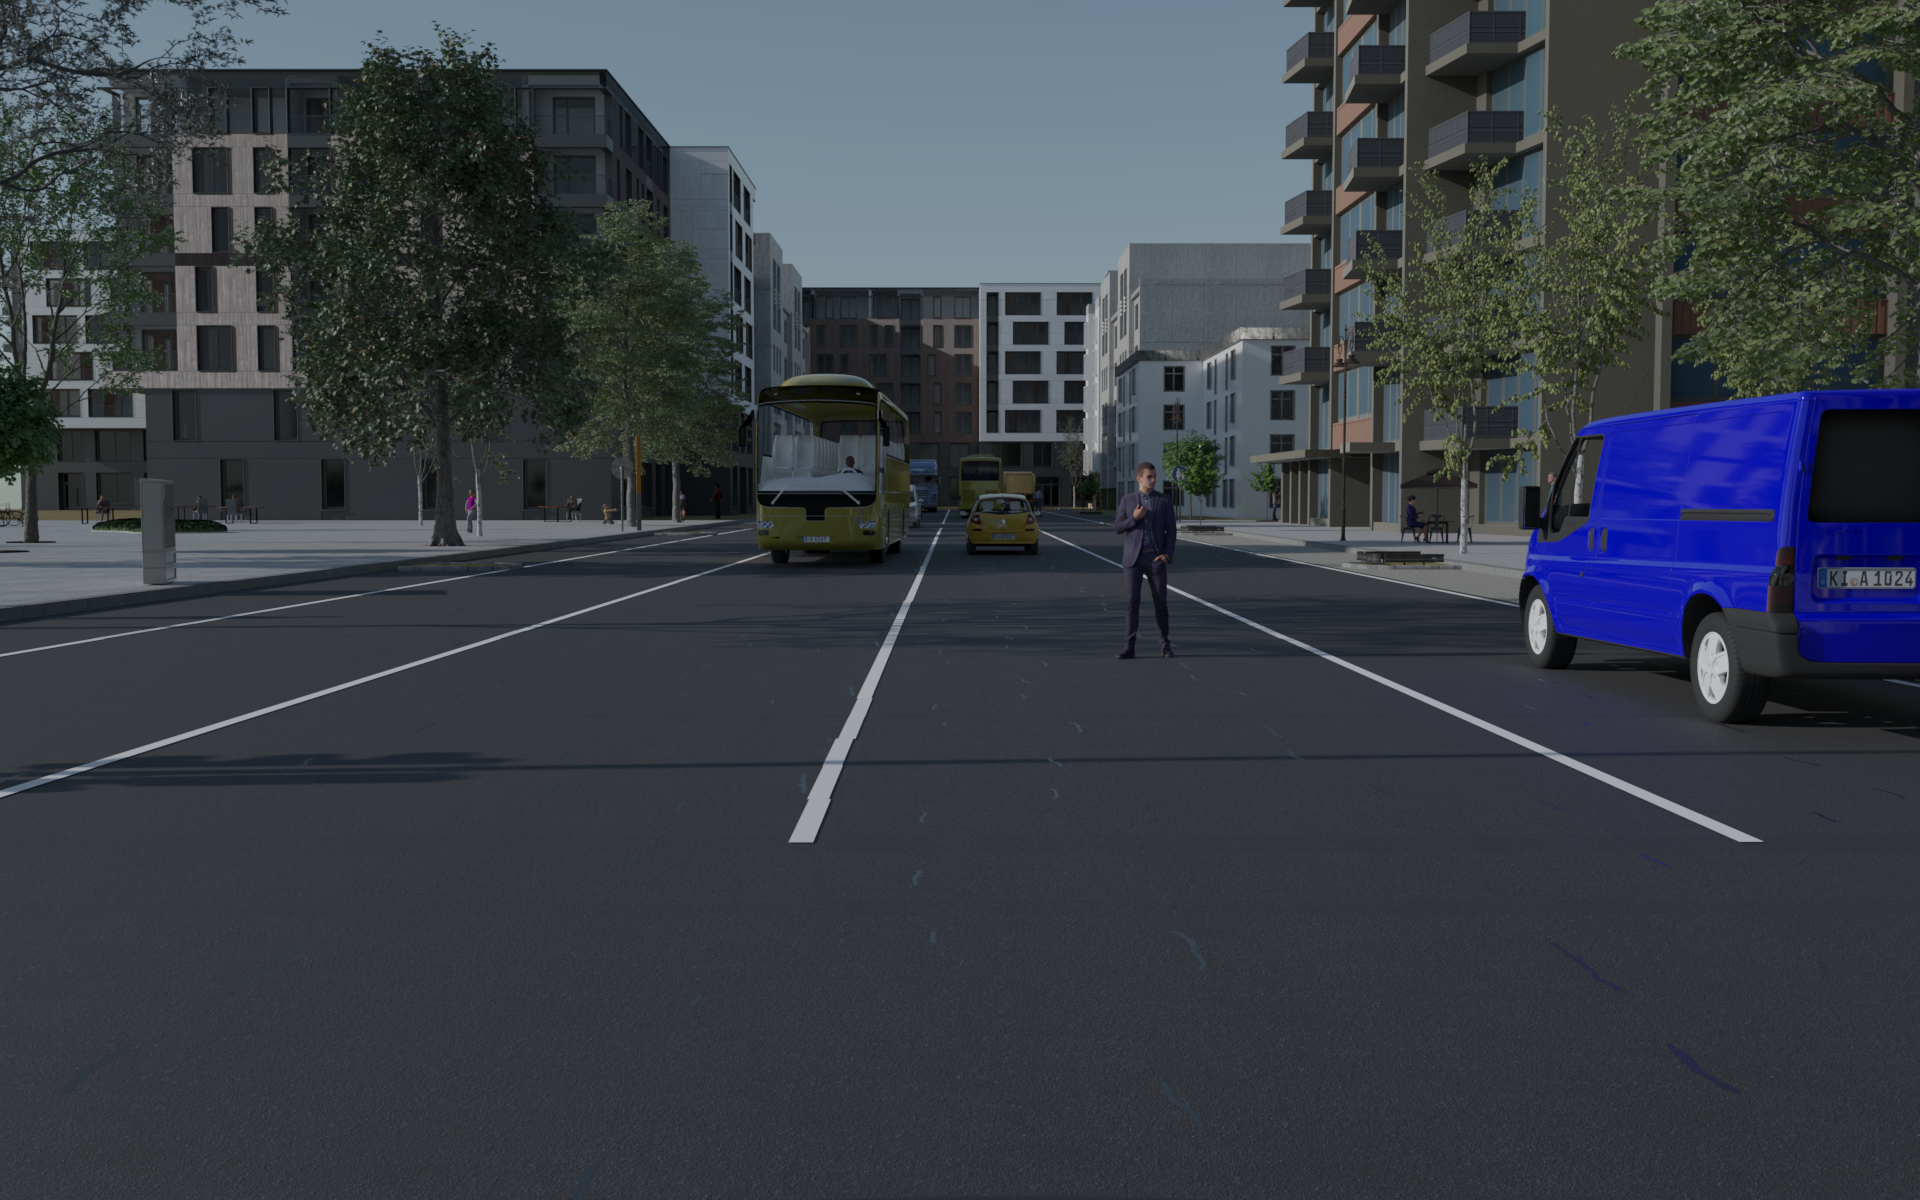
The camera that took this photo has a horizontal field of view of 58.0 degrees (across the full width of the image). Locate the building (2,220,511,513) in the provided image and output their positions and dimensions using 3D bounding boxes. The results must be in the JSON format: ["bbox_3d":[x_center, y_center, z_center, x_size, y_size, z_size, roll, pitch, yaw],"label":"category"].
[{"bbox_3d":[-57.787,-18.385,144.563,32.646,21.610,27.936,0,3,0],"label":"building"}]

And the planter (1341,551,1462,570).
[{"bbox_3d":[8.469,-0.762,33.594,1.991,0.319,1.994,0,3,0],"label":"planter"}]

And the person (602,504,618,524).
[{"bbox_3d":[-14.862,-3.646,73.575,0.695,0.859,0.347,1,4,11],"label":"person"}]

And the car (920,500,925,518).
[{"bbox_3d":[-3.221,-5.698,104.966,2.131,1.459,4.920,0,4,-2],"label":"car"}]

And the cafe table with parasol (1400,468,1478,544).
[{"bbox_3d":[12.467,-2.467,45.205,2.610,1.966,2.610,-1,4,-20],"label":"cafe table with parasol"}]

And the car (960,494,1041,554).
[{"bbox_3d":[1.003,-1.975,42.523,2.015,1.641,3.980,0,4,-1],"label":"car"}]

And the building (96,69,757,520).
[{"bbox_3d":[-27.508,-15.651,99.871,27.936,21.610,32.646,0,3,0],"label":"building"}]

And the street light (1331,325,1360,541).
[{"bbox_3d":[10.537,-4.567,47.460,0.468,5.910,1.993,0,3,0],"label":"street light"}]

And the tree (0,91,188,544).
[{"bbox_3d":[-24.241,-7.292,44.976,9.928,11.665,9.643,0,3,0],"label":"tree"}]

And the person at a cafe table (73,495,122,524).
[{"bbox_3d":[-37.164,-3.914,74.850,1.698,1.238,1.726,-1,4,-11],"label":"person at a cafe table"}]

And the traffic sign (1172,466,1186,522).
[{"bbox_3d":[10.048,-4.828,79.043,0.768,2.556,0.104,0,4,4],"label":"traffic sign"}]

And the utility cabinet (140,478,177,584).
[{"bbox_3d":[-11.465,-0.987,24.815,0.318,1.500,1.173,-1,4,-17],"label":"utility cabinet"}]

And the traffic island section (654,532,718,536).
[{"bbox_3d":[-9.525,-2.302,60.502,1.991,0.108,1.994,0,3,0],"label":"traffic island section"}]

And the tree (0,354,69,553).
[{"bbox_3d":[-21.334,-3.322,38.031,4.285,4.588,4.351,0,3,0],"label":"tree"}]

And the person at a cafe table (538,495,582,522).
[{"bbox_3d":[-18.225,-4.216,79.799,1.698,1.238,1.726,3,5,43],"label":"person at a cafe table"}]

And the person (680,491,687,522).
[{"bbox_3d":[-12.873,-4.331,80.093,0.421,1.427,0.697,-1,4,-20],"label":"person"}]

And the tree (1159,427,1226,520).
[{"bbox_3d":[11.450,-6.210,85.251,4.285,4.588,4.351,0,3,0],"label":"tree"}]

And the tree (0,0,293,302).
[{"bbox_3d":[-12.232,-6.569,17.775,12.009,13.543,11.850,0,3,0],"label":"tree"}]

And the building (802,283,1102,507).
[{"bbox_3d":[-0.298,-20.658,181.729,32.646,21.610,27.936,0,3,0],"label":"building"}]

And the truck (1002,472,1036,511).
[{"bbox_3d":[4.957,-9.315,148.227,3.469,3.379,9.791,0,3,0],"label":"truck"}]

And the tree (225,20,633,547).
[{"bbox_3d":[-12.775,-7.678,42.541,9.611,12.733,9.660,0,3,0],"label":"tree"}]

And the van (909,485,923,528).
[{"bbox_3d":[-2.558,-4.115,74.298,2.013,2.044,4.112,0,4,1],"label":"van"}]

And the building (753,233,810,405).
[{"bbox_3d":[-21.227,-16.314,133.187,16.747,18.905,31.486,0,3,0],"label":"building"}]

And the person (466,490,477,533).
[{"bbox_3d":[-16.198,-2.925,57.097,0.726,1.434,0.776,2,4,26],"label":"person"}]

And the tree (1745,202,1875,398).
[{"bbox_3d":[20.199,-5.686,43.336,4.737,8.622,4.395,0,3,0],"label":"tree"}]

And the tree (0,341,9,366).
[{"bbox_3d":[-44.114,-7.782,77.595,4.360,8.622,3.978,0,3,0],"label":"tree"}]

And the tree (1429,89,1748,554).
[{"bbox_3d":[11.473,-5.008,32.250,4.737,8.622,4.395,0,3,0],"label":"tree"}]

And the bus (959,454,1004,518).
[{"bbox_3d":[1.299,-7.060,106.979,2.896,3.916,12.252,0,4,1],"label":"bus"}]

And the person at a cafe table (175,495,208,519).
[{"bbox_3d":[-35.235,-4.218,79.829,1.698,1.238,1.726,-3,5,-45],"label":"person at a cafe table"}]

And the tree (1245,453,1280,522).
[{"bbox_3d":[14.420,-5.275,80.846,1.663,3.219,1.824,0,3,0],"label":"tree"}]

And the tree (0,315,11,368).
[{"bbox_3d":[-35.303,-6.710,60.072,4.737,8.622,4.395,0,3,0],"label":"tree"}]

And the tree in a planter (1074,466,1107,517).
[{"bbox_3d":[8.304,-6.906,110.132,1.991,3.239,1.994,0,3,0],"label":"tree in a planter"}]

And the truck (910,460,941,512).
[{"bbox_3d":[-3.123,-9.237,140.789,2.967,4.110,18.799,0,4,-1],"label":"truck"}]

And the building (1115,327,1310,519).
[{"bbox_3d":[14.861,-9.736,101.328,9.099,9.664,28.070,0,3,0],"label":"building"}]

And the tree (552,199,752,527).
[{"bbox_3d":[-13.009,-9.099,66.899,7.486,12.596,7.792,0,3,0],"label":"tree"}]

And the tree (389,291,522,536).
[{"bbox_3d":[-14.703,-6.237,52.338,4.360,8.622,3.978,0,3,0],"label":"tree"}]

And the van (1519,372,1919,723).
[{"bbox_3d":[5.654,-0.494,12.466,2.240,2.365,5.245,0,4,0],"label":"van"}]

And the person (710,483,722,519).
[{"bbox_3d":[-12.387,-5.027,88.193,0.705,1.831,1.348,1,4,16],"label":"person"}]

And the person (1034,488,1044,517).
[{"bbox_3d":[5.065,-6.199,109.719,0.709,1.838,0.599,3,4,39],"label":"person"}]

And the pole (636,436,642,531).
[{"bbox_3d":[-11.267,-4.091,60.739,0.158,3.312,0.155,0,3,0],"label":"pole"}]

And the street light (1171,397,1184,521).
[{"bbox_3d":[10.310,-6.700,82.331,0.468,5.910,1.993,0,3,0],"label":"street light"}]

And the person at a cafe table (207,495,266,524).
[{"bbox_3d":[-31.009,-3.886,74.403,1.698,1.238,1.726,0,4,-2],"label":"person at a cafe table"}]

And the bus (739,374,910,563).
[{"bbox_3d":[-2.676,-2.915,39.207,2.896,3.916,12.252,0,4,1],"label":"bus"}]

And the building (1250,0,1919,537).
[{"bbox_3d":[23.991,-25.010,63.540,22.147,44.769,28.867,0,3,0],"label":"building"}]

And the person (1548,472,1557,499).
[{"bbox_3d":[14.153,-2.152,41.362,0.434,1.807,0.598,2,4,32],"label":"person"}]

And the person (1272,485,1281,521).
[{"bbox_3d":[15.204,-4.661,83.079,0.431,1.722,0.655,1,4,10],"label":"person"}]

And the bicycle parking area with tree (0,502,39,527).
[{"bbox_3d":[-41.552,-4.933,67.663,9.016,4.147,8.231,-3,4,-37],"label":"bicycle parking area with tree"}]

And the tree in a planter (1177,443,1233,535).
[{"bbox_3d":[8.417,-3.867,60.448,1.991,3.239,1.994,0,3,0],"label":"tree in a planter"}]

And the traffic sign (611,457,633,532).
[{"bbox_3d":[-11.535,-3.609,59.111,0.768,2.556,0.104,0,4,5],"label":"traffic sign"}]

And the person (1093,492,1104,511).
[{"bbox_3d":[10.451,-7.434,130.856,1.065,1.426,0.557,3,5,42],"label":"person"}]

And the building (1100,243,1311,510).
[{"bbox_3d":[20.268,-16.166,130.780,16.747,18.905,31.486,0,3,0],"label":"building"}]

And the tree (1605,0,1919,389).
[{"bbox_3d":[11.349,-6.257,20.422,7.486,12.596,7.792,0,3,0],"label":"tree"}]

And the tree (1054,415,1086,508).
[{"bbox_3d":[10.661,-12.856,160.557,4.360,8.622,3.978,0,3,0],"label":"tree"}]

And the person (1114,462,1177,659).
[{"bbox_3d":[1.621,-0.352,15.169,0.541,1.710,0.530,1,4,18],"label":"person"}]

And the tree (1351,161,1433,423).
[{"bbox_3d":[10.606,-5.303,37.073,4.737,8.622,4.395,0,3,0],"label":"tree"}]

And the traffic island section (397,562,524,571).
[{"bbox_3d":[-9.464,-0.628,33.137,1.991,0.108,1.994,0,3,0],"label":"traffic island section"}]

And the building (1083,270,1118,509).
[{"bbox_3d":[19.033,-18.086,152.133,16.016,20.091,11.380,0,3,0],"label":"building"}]

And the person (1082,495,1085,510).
[{"bbox_3d":[10.059,-8.042,140.794,0.557,1.426,1.065,0,4,6],"label":"person"}]
